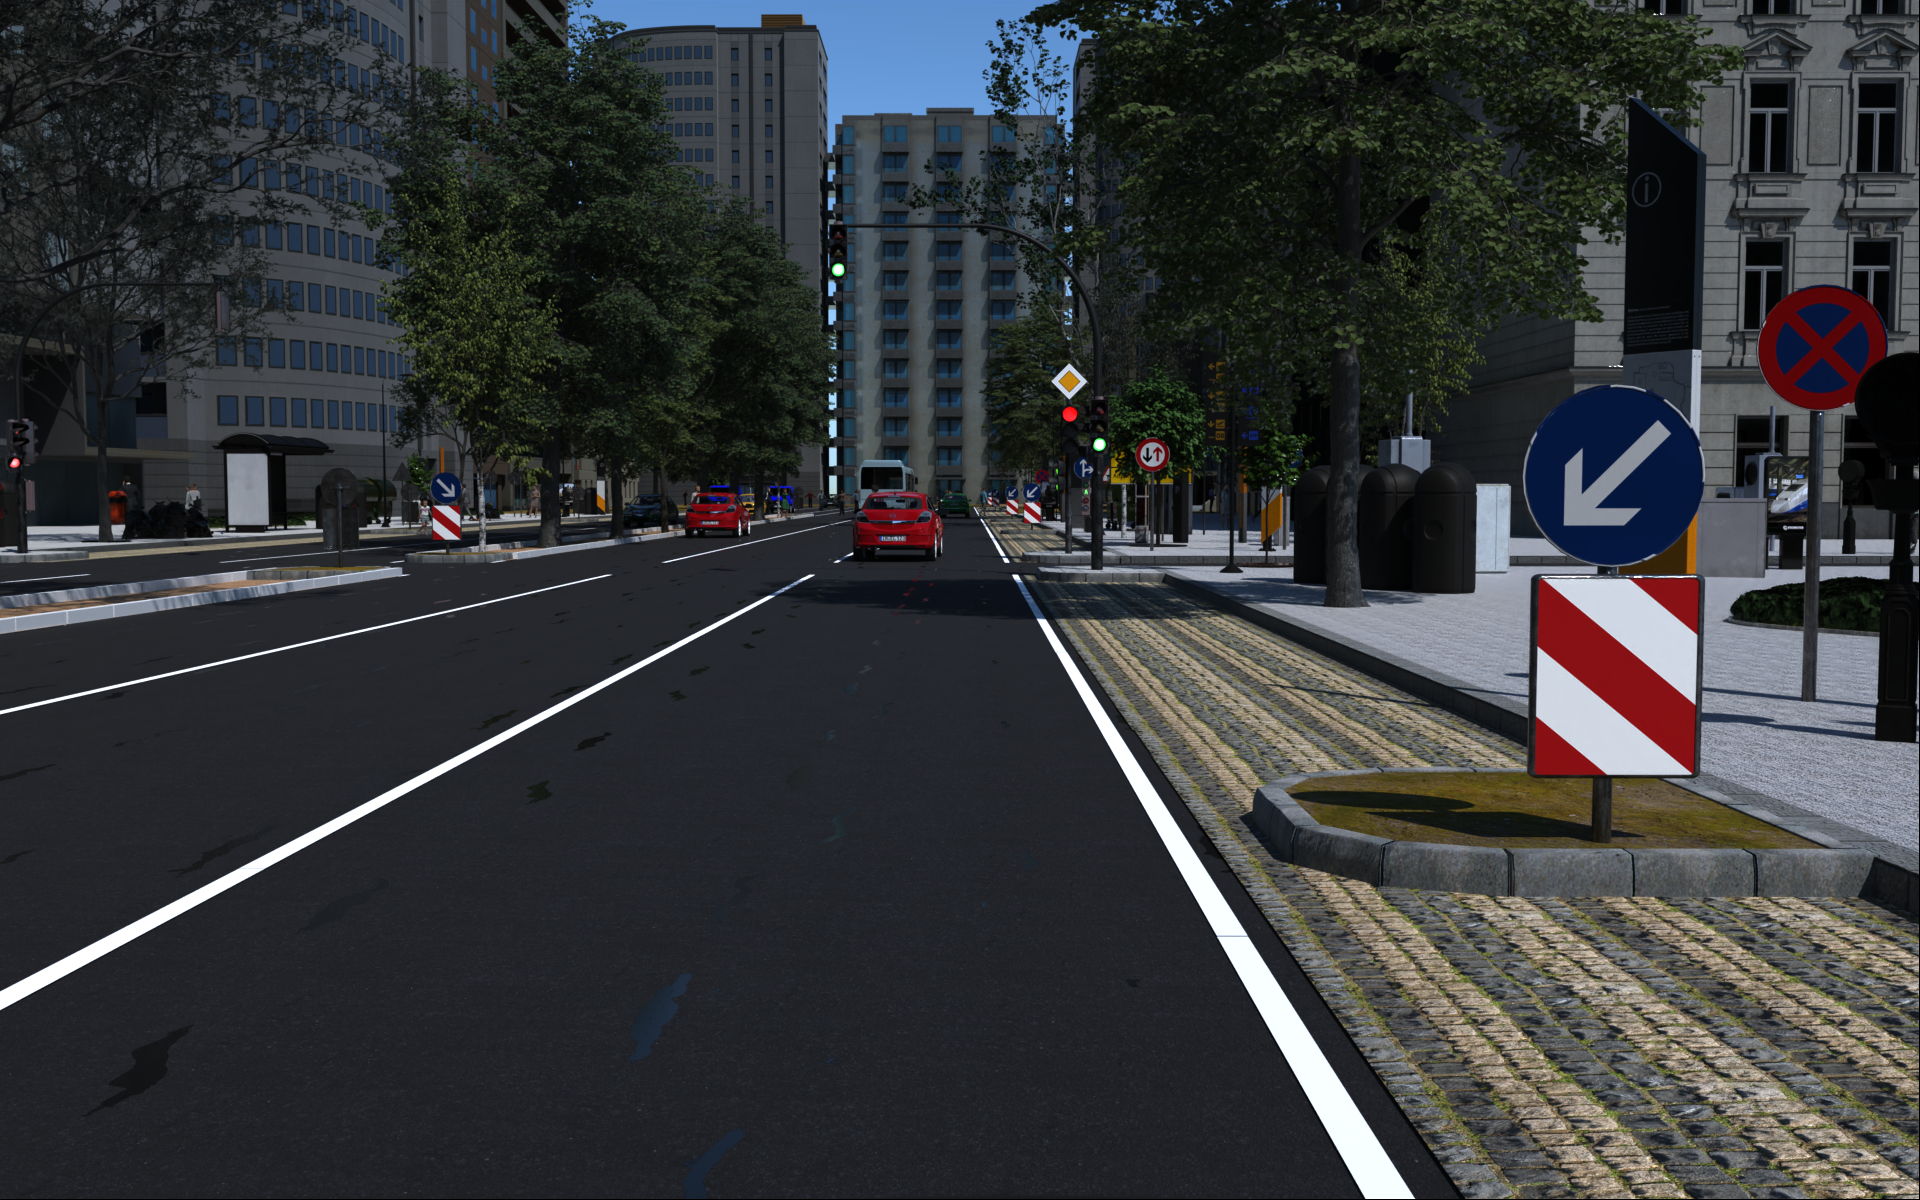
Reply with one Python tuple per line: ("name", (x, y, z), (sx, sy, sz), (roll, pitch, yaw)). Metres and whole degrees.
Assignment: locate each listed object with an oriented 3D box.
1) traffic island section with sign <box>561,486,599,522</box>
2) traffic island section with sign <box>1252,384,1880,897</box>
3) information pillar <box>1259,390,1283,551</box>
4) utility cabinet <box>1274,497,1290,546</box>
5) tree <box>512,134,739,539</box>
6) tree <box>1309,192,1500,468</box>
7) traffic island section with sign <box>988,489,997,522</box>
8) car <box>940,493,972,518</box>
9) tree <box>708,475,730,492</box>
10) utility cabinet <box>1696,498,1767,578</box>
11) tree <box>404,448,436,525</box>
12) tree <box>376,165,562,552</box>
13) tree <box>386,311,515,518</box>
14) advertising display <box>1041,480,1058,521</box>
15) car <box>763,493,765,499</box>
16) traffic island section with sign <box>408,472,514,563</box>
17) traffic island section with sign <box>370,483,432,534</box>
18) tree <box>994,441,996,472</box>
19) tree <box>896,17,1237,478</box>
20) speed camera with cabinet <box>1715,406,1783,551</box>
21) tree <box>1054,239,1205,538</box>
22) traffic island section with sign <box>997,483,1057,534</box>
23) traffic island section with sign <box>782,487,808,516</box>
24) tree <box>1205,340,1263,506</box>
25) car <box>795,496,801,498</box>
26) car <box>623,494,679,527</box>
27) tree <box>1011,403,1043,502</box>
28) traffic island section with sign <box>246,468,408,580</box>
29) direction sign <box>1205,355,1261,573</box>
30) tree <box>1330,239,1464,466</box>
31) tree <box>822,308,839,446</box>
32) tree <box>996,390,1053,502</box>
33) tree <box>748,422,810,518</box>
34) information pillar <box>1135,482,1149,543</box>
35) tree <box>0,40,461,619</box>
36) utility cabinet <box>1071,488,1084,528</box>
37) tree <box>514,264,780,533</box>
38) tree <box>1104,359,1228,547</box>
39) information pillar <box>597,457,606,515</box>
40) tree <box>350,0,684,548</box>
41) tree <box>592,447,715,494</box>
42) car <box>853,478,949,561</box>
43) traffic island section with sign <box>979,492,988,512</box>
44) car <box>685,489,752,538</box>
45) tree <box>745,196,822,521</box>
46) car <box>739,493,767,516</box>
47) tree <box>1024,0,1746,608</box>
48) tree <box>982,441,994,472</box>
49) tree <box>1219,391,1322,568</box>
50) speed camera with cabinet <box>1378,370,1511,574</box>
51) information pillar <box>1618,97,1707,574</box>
("traffic island section with sign", (-19.769, -4.948, 89.533), (1.989, 1.847, 2.006), (0, 4, 0))
("traffic island section with sign", (2.266, 0.096, 7.059), (1.989, 1.847, 2.006), (0, 4, 0))
("information pillar", (6.968, -2.899, 38.746), (0.504, 3.616, 0.183), (3, 4, 38))
("utility cabinet", (8.004, -1.956, 43.139), (0.306, 1.237, 1.020), (0, 4, 4))
("tree", (-10.910, -8.196, 54.586), (7.486, 12.596, 7.792), (0, 3, 0))
("tree", (11.292, -5.676, 43.163), (4.737, 8.622, 4.395), (0, 3, 0))
("traffic island section with sign", (2.553, -4.911, 88.922), (1.989, 1.847, 2.006), (0, 4, 0))
("car", (-0.276, -5.996, 106.825), (1.959, 1.807, 4.718), (0, 4, 2))
("tree", (-22.948, -10.813, 160.501), (4.285, 4.588, 4.351), (0, 3, 0))
("utility cabinet", (11.883, -0.954, 26.758), (1.020, 1.237, 0.306), (1, 4, 22))
("tree", (-22.939, -4.785, 72.831), (1.663, 3.219, 1.824), (0, 3, 0))
("tree", (-10.625, -5.222, 38.203), (4.737, 8.622, 4.395), (0, 3, 0))
("tree", (-23.011, -8.917, 80.198), (7.601, 10.594, 8.767), (1, 4, 13))
("advertising display", (4.215, -4.672, 81.606), (0.974, 1.923, 0.123), (3, 5, 43))
("car", (-19.609, -9.994, 172.996), (1.945, 1.707, 3.694), (0, 4, -1))
("traffic island section with sign", (-10.794, -1.769, 37.054), (2.006, 1.907, 1.989), (0, 4, 0))
("traffic island section with sign", (-19.859, -3.271, 62.103), (1.989, 1.847, 2.006), (0, 4, 0))
("tree", (5.800, -12.664, 157.414), (4.360, 8.622, 3.978), (0, 3, 0))
("tree", (4.107, -13.128, 70.526), (12.611, 20.169, 13.585), (0, 3, 0))
("speed camera with cabinet", (18.018, -2.770, 39.617), (0.660, 3.252, 2.038), (0, 4, -2))
("tree", (4.768, -6.086, 49.864), (4.360, 8.622, 3.978), (0, 3, 0))
("traffic island section with sign", (2.446, -3.262, 61.967), (1.989, 1.847, 2.006), (0, 4, 0))
("traffic island section with sign", (-10.535, -6.364, 112.192), (2.006, 1.907, 1.989), (0, 4, 0))
("tree", (12.415, -7.987, 80.957), (4.360, 8.622, 3.978), (0, 3, 0))
("car", (-17.198, -10.170, 178.287), (2.014, 1.417, 4.499), (0, 4, 0))
("car", (-13.671, -3.970, 76.711), (2.131, 1.459, 4.920), (0, 4, 1))
("tree", (5.470, -11.263, 134.511), (4.737, 8.622, 4.395), (0, 3, 0))
("traffic island section with sign", (-10.830, -1.316, 29.647), (2.006, 1.907, 1.989), (0, 4, 0))
("direction sign", (4.435, -2.214, 28.189), (0.876, 3.537, 0.379), (0, 4, 3))
("tree", (12.651, -6.072, 49.639), (4.360, 8.622, 3.978), (0, 3, 0))
("tree", (-10.694, -10.535, 81.364), (9.857, 13.997, 8.962), (0, 3, 0))
("tree", (5.546, -10.149, 116.304), (4.360, 8.622, 3.978), (0, 3, 0))
("tree", (-10.372, -8.929, 98.816), (4.360, 8.622, 3.978), (0, 3, 0))
("information pillar", (4.756, -2.493, 45.254), (0.304, 2.012, 0.304), (1, 4, 19))
("tree", (-10.901, -6.444, 18.184), (12.009, 13.543, 11.850), (0, 3, 0))
("utility cabinet", (4.458, -3.422, 64.627), (0.318, 1.500, 1.173), (-2, 4, -31))
("tree", (-10.571, -7.671, 62.286), (8.767, 10.594, 7.601), (0, 4, 0))
("tree", (4.790, -3.594, 42.478), (4.285, 4.588, 4.351), (0, 3, 0))
("information pillar", (-22.094, -7.048, 106.596), (0.504, 3.616, 0.183), (0, 4, -7))
("tree", (-10.848, -8.337, 45.424), (9.857, 13.997, 8.962), (0, 3, 0))
("tree", (-23.010, -13.104, 131.259), (9.611, 12.733, 9.660), (0, 3, 0))
("car", (-1.338, -1.798, 38.431), (2.155, 1.783, 4.494), (0, 4, 2))
("traffic island section with sign", (2.731, -7.980, 139.100), (1.989, 1.847, 2.006), (0, 4, 0))
("car", (-8.084, -2.994, 57.999), (2.155, 1.783, 4.494), (0, 4, -1))
("tree", (-10.722, -9.927, 71.426), (9.857, 13.997, 8.962), (0, 3, 0))
("car", (-13.079, -5.953, 107.557), (2.015, 1.641, 3.980), (0, 4, 2))
("tree", (4.352, -6.166, 18.941), (7.486, 12.596, 7.792), (0, 3, 0))
("tree", (4.682, -13.985, 179.015), (4.360, 8.622, 3.978), (0, 3, 0))
("tree", (5.413, -2.187, 30.365), (1.663, 3.219, 1.824), (0, 3, 0))
("speed camera with cabinet", (7.816, -2.056, 27.955), (2.038, 3.252, 0.660), (-1, 4, -8))
("information pillar", (4.089, -1.149, 10.144), (0.183, 3.616, 0.504), (-2, 4, -31))
